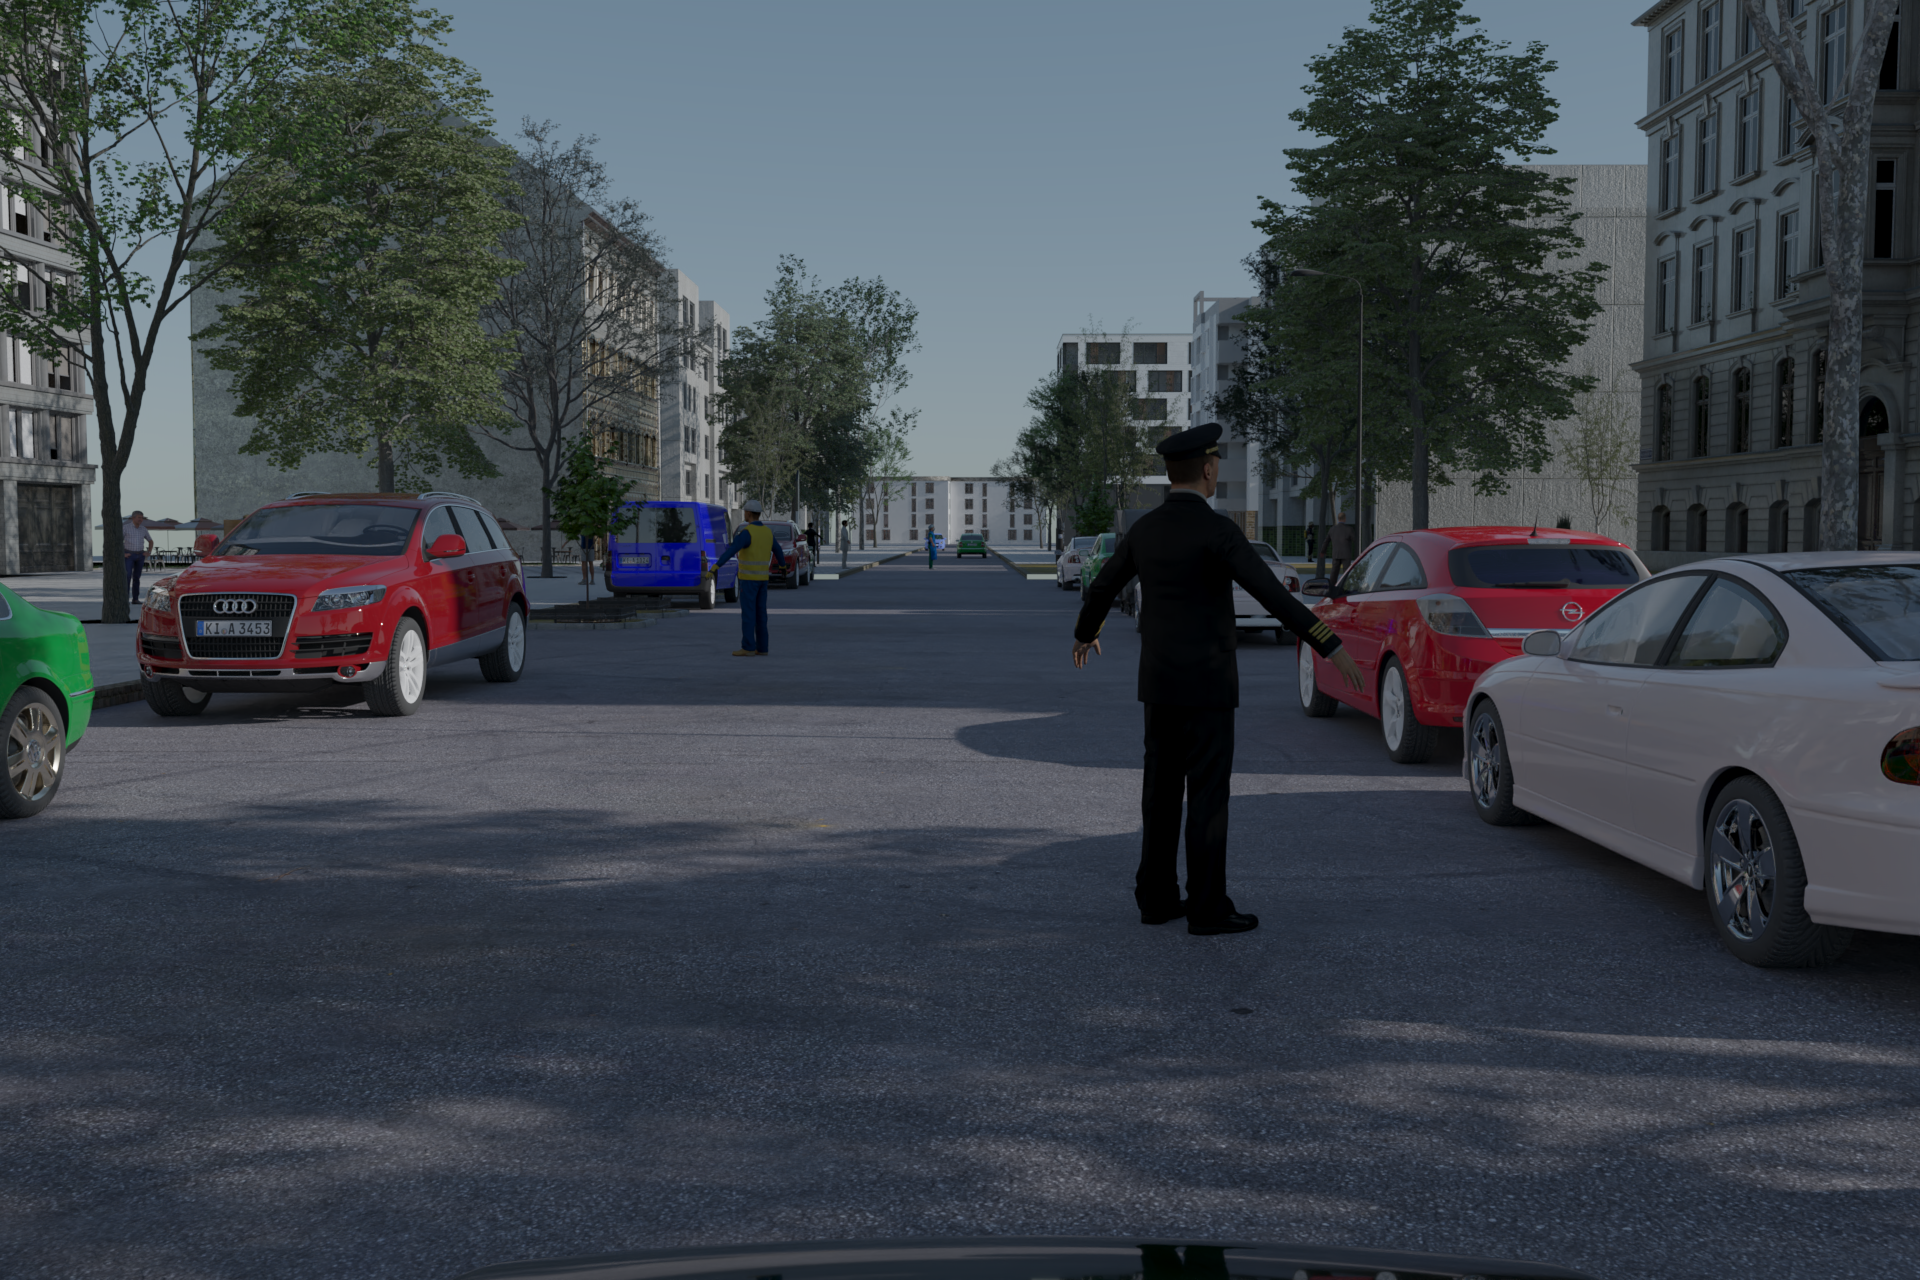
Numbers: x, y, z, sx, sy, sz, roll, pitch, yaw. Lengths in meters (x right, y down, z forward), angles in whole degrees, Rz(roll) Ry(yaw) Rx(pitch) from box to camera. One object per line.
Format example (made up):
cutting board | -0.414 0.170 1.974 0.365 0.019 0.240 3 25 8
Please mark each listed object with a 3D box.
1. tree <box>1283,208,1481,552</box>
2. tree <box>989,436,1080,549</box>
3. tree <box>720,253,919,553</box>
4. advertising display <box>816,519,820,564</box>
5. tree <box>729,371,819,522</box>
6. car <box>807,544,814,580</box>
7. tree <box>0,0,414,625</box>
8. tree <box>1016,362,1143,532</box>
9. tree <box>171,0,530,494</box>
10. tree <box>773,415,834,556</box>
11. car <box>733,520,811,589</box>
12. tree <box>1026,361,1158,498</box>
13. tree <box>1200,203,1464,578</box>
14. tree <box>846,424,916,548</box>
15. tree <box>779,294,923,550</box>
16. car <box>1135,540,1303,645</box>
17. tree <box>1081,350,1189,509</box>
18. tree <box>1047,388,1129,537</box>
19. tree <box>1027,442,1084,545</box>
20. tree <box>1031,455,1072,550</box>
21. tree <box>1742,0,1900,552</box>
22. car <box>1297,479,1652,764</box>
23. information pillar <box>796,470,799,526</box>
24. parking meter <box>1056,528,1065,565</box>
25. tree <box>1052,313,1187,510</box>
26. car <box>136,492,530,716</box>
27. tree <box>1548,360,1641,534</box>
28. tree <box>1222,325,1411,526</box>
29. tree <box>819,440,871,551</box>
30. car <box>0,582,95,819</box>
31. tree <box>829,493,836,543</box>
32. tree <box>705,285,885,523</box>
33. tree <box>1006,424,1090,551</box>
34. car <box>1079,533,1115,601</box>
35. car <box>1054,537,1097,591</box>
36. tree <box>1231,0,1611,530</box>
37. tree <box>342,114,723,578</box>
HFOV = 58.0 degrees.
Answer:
tree | 14.586 -8.702 60.407 7.486 12.596 7.792 0 3 0
tree | 7.026 -13.313 152.081 8.767 10.594 7.601 -2 4 -28
tree | -9.433 -16.034 118.043 12.611 20.169 13.585 0 3 0
advertising display | -6.044 -4.194 73.779 0.123 1.923 0.974 0 4 -1
tree | -8.854 -7.841 78.557 4.360 8.622 3.978 0 3 0
car | -5.437 -2.469 52.174 2.131 1.459 4.920 0 4 0
tree | -12.065 -6.054 24.744 9.928 11.665 9.643 0 3 0
tree | 7.184 -10.888 103.777 9.928 11.665 9.643 0 3 0
tree | -12.324 -7.206 35.940 7.486 12.596 7.792 0 3 0
tree | -8.393 -9.270 101.929 4.360 8.622 3.978 0 3 0
car | -5.217 -2.329 46.754 2.281 1.827 5.304 0 4 0
tree | 7.118 -9.761 94.000 7.601 10.594 8.767 -1 4 -16
tree | 10.224 -6.904 47.297 7.601 10.594 8.767 -1 4 -13
tree | -7.886 -14.410 161.357 9.928 11.665 9.643 0 3 0
tree | -9.019 -17.349 139.546 12.611 20.169 13.585 0 3 0
car | 3.465 -0.692 23.677 2.083 1.381 4.827 0 4 1
tree | 6.377 -7.251 68.919 4.360 8.622 3.978 0 3 0
tree | 6.601 -8.265 85.499 4.737 8.622 4.395 0 3 0
tree | 6.706 -9.851 111.430 4.360 8.622 3.978 0 3 0
tree | 7.113 -11.664 141.061 4.360 8.622 3.978 0 3 0
tree | 9.392 -10.066 20.476 12.611 20.169 13.585 0 3 0
car | 3.594 -0.199 12.290 2.155 1.783 4.494 0 3 0
information pillar | -5.934 -4.400 63.302 0.183 3.616 0.504 0 3 0
parking meter | 4.203 -3.931 72.690 0.372 1.533 0.369 0 3 0
tree | 4.791 -6.614 58.497 4.360 8.622 3.978 0 3 0
car | -5.313 -0.406 15.306 2.281 1.827 5.304 0 4 0
tree | 27.030 -7.511 73.166 4.360 8.622 3.978 0 3 0
tree | 15.293 -8.352 70.964 8.767 10.594 7.601 -2 4 -32
tree | -8.378 -10.911 128.752 4.737 8.622 4.395 0 3 0
car | -5.574 0.085 7.400 1.959 1.807 4.718 0 4 0
tree | -18.332 -18.235 248.505 4.360 8.622 3.978 0 3 0
tree | -8.635 -11.257 90.713 9.857 13.997 8.962 0 3 0
tree | 7.065 -12.005 130.700 7.601 10.594 8.767 -3 4 -38
car | 3.467 -1.644 35.672 1.959 1.807 4.718 0 3 0
car | 3.531 -2.017 45.344 2.083 1.381 4.827 0 4 1
tree | 9.287 -7.210 36.016 7.486 12.596 7.792 0 3 0
tree | -12.053 -8.563 50.367 12.009 13.543 11.850 0 3 0
